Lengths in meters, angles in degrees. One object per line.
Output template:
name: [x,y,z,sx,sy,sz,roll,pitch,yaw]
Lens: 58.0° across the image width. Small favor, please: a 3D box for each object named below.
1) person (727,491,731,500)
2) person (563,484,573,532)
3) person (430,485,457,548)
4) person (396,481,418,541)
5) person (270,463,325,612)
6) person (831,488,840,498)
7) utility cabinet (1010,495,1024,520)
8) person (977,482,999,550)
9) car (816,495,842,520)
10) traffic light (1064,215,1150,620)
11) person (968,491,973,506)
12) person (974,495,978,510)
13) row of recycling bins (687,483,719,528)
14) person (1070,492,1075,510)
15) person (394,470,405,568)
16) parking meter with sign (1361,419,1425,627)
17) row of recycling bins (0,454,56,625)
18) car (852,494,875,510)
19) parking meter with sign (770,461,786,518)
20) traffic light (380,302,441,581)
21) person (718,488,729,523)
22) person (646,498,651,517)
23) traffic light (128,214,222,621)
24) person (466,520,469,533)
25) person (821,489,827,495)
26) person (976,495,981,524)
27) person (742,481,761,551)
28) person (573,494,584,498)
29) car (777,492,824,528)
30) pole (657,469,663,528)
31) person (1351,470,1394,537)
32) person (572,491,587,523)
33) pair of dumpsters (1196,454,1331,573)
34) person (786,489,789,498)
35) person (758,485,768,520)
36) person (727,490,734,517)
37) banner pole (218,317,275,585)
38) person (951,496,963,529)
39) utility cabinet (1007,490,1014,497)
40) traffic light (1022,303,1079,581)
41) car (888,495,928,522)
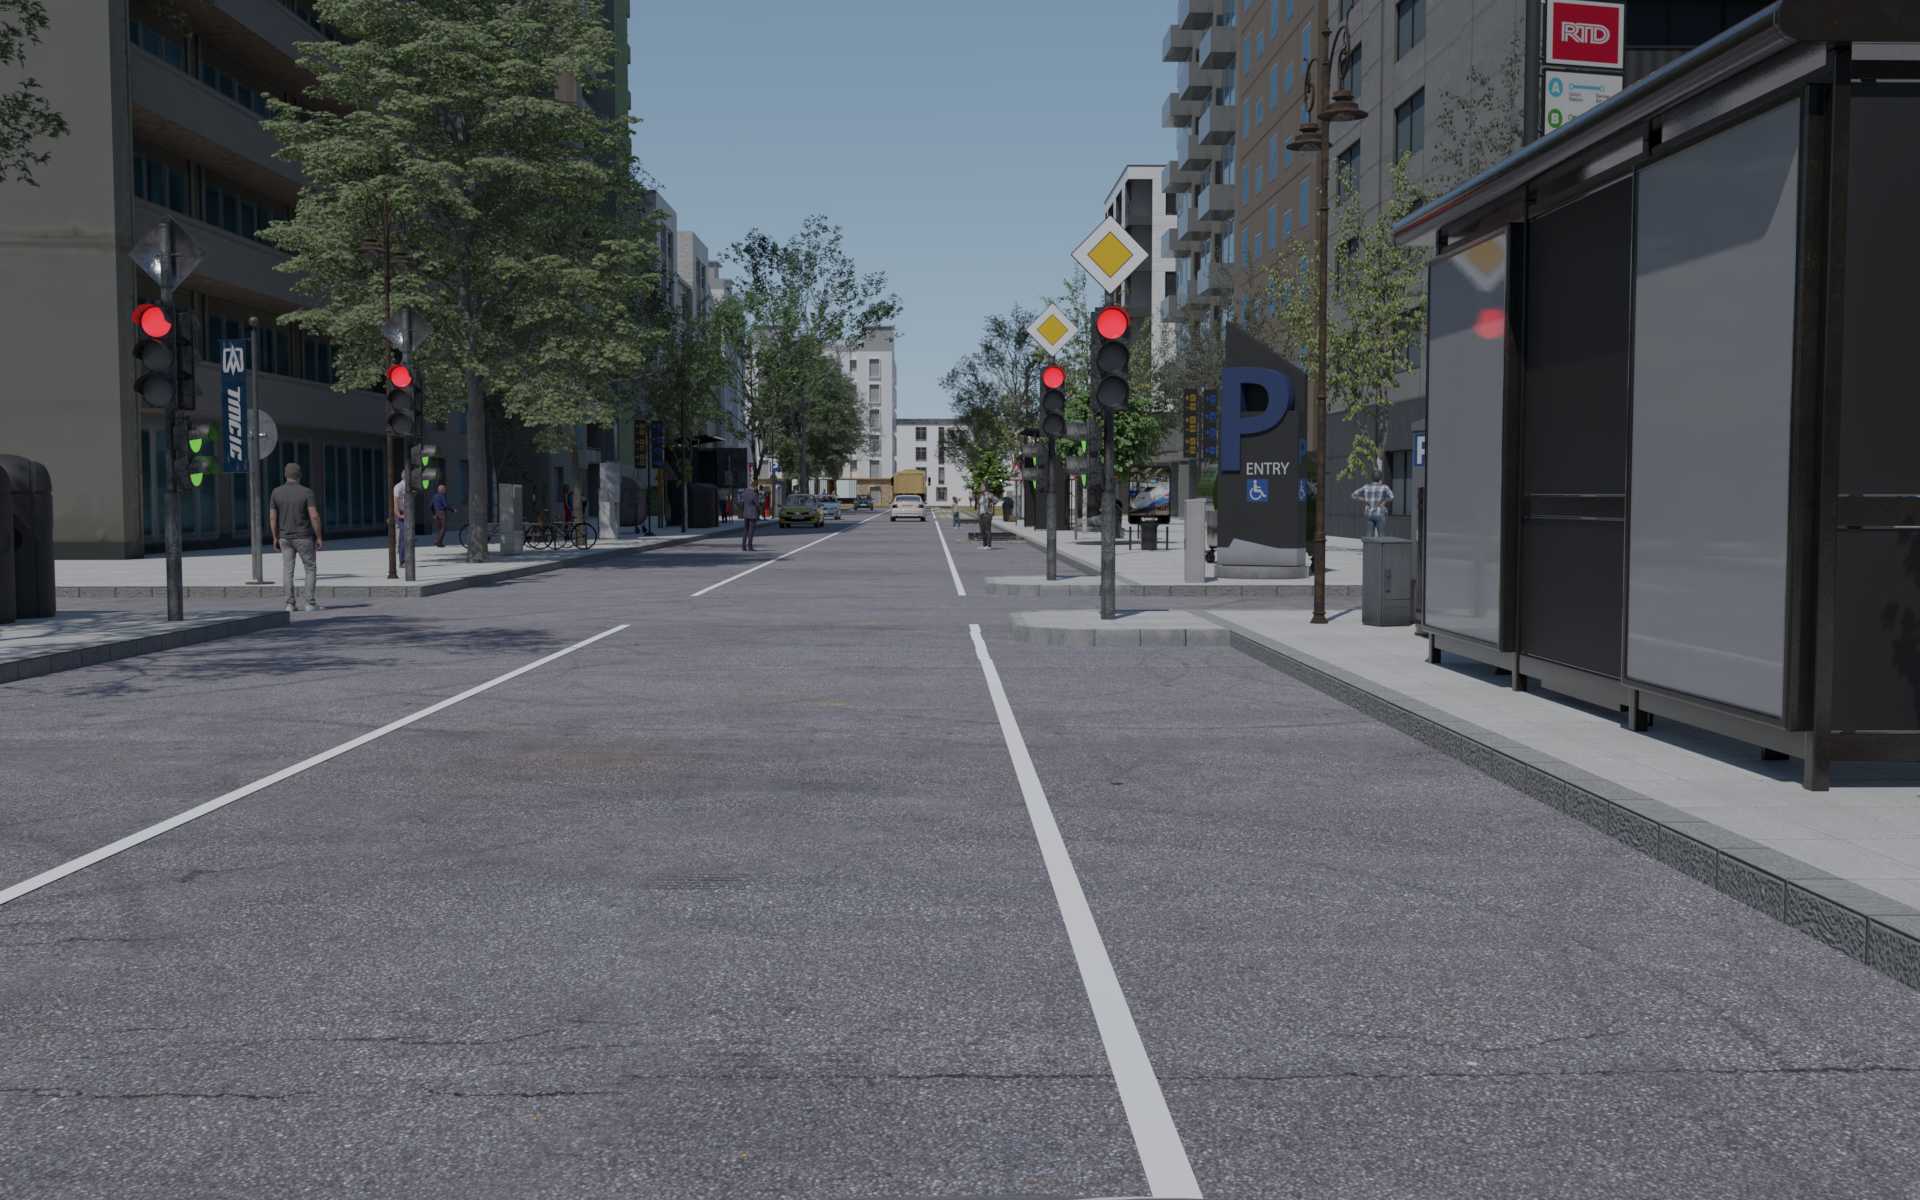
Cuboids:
person: [-13.143,-5.386,97.300,0.628,1.438,0.799,0,4,-5]
person: [-13.167,-3.089,58.245,0.444,1.614,0.593,1,4,12]
person: [-12.402,-2.014,41.662,0.600,1.496,0.574,-2,4,-29]
person: [-15.040,-2.425,47.159,0.566,1.644,0.517,0,4,-4]
person: [-8.111,-0.771,21.228,0.598,1.807,0.434,0,4,8]
person: [-11.636,-9.471,160.985,0.705,1.812,1.348,-3,4,-37]
utility cabinet: [3.019,-4.582,86.076,1.020,1.237,0.306,-1,4,-17]
person: [0.678,-2.158,44.503,0.376,1.734,0.841,-1,4,-22]
car: [-7.613,-5.212,97.213,2.014,1.417,4.499,0,4,-1]
traffic light: [1.495,-1.755,17.613,0.839,4.253,0.868,0,4,-1]
person: [1.057,-10.504,181.171,0.436,1.711,0.756,3,5,44]
person: [1.310,-8.028,137.240,0.705,1.831,1.348,0,4,-2]
row of recycling bins: [-9.883,-3.623,66.351,1.069,1.692,3.534,0,4,-1]
person: [8.663,-8.101,138.571,1.350,1.814,0.705,-2,4,-30]
person: [-9.650,-1.422,30.234,0.436,1.711,0.756,1,4,11]
parking meter with sign: [4.810,-1.270,17.020,1.738,3.016,0.543,-1,4,-20]
row of recycling bins: [-9.923,-0.583,16.648,1.069,1.692,3.534,0,4,4]
car: [-8.623,-8.883,155.029,2.009,1.686,4.222,0,4,-2]
parking meter with sign: [-9.645,-5.925,93.139,0.543,3.016,1.738,1,4,16]
traffic light: [-8.079,-2.231,25.399,0.839,4.253,0.868,0,4,-1]
person: [-10.556,-4.270,76.796,0.756,1.711,0.436,-3,4,-37]
person: [-17.554,-5.426,97.124,0.546,1.535,0.453,0,4,-2]
traffic light: [-7.924,-1.743,17.415,0.839,4.253,0.868,0,4,-1]
person: [-15.824,-2.423,56.138,0.381,0.543,0.357,0,4,-7]
person: [-13.777,-10.409,176.241,0.705,1.823,1.348,2,4,33]
person: [0.890,-4.291,78.783,0.434,1.807,0.598,0,3,0]
person: [-5.188,-2.102,43.324,0.683,1.767,0.568,3,4,37]
person: [-16.776,-4.140,75.940,0.569,1.553,0.471,3,5,41]
car: [-6.804,-3.931,74.494,2.015,1.641,3.980,0,4,0]
pole: [-11.223,-4.342,64.831,0.158,3.312,0.155,0,3,0]
person: [7.827,-1.582,32.635,0.841,1.734,0.376,3,5,42]
person: [-15.994,-3.877,72.615,0.628,1.438,0.799,0,4,6]
pair of dumpsters: [5.190,-1.678,29.921,1.574,2.255,4.437,0,4,-1]
person: [-15.979,-9.316,158.815,0.683,1.767,0.568,1,4,22]
person: [-9.761,-4.781,84.932,0.841,1.734,0.376,1,4,17]
person: [-13.105,-5.509,98.579,0.387,1.526,0.523,0,4,5]
banner pole: [-10.183,-2.118,24.642,0.863,3.779,0.401,1,4,22]
person: [-0.119,-3.560,70.609,0.340,1.345,0.435,3,4,38]
utility cabinet: [2.986,-5.643,100.949,0.318,1.500,1.173,-1,4,-13]
traffic light: [1.340,-2.243,25.597,0.839,4.253,0.868,0,4,-1]
car: [-2.739,-4.822,91.198,2.083,1.381,4.827,0,4,-2]
